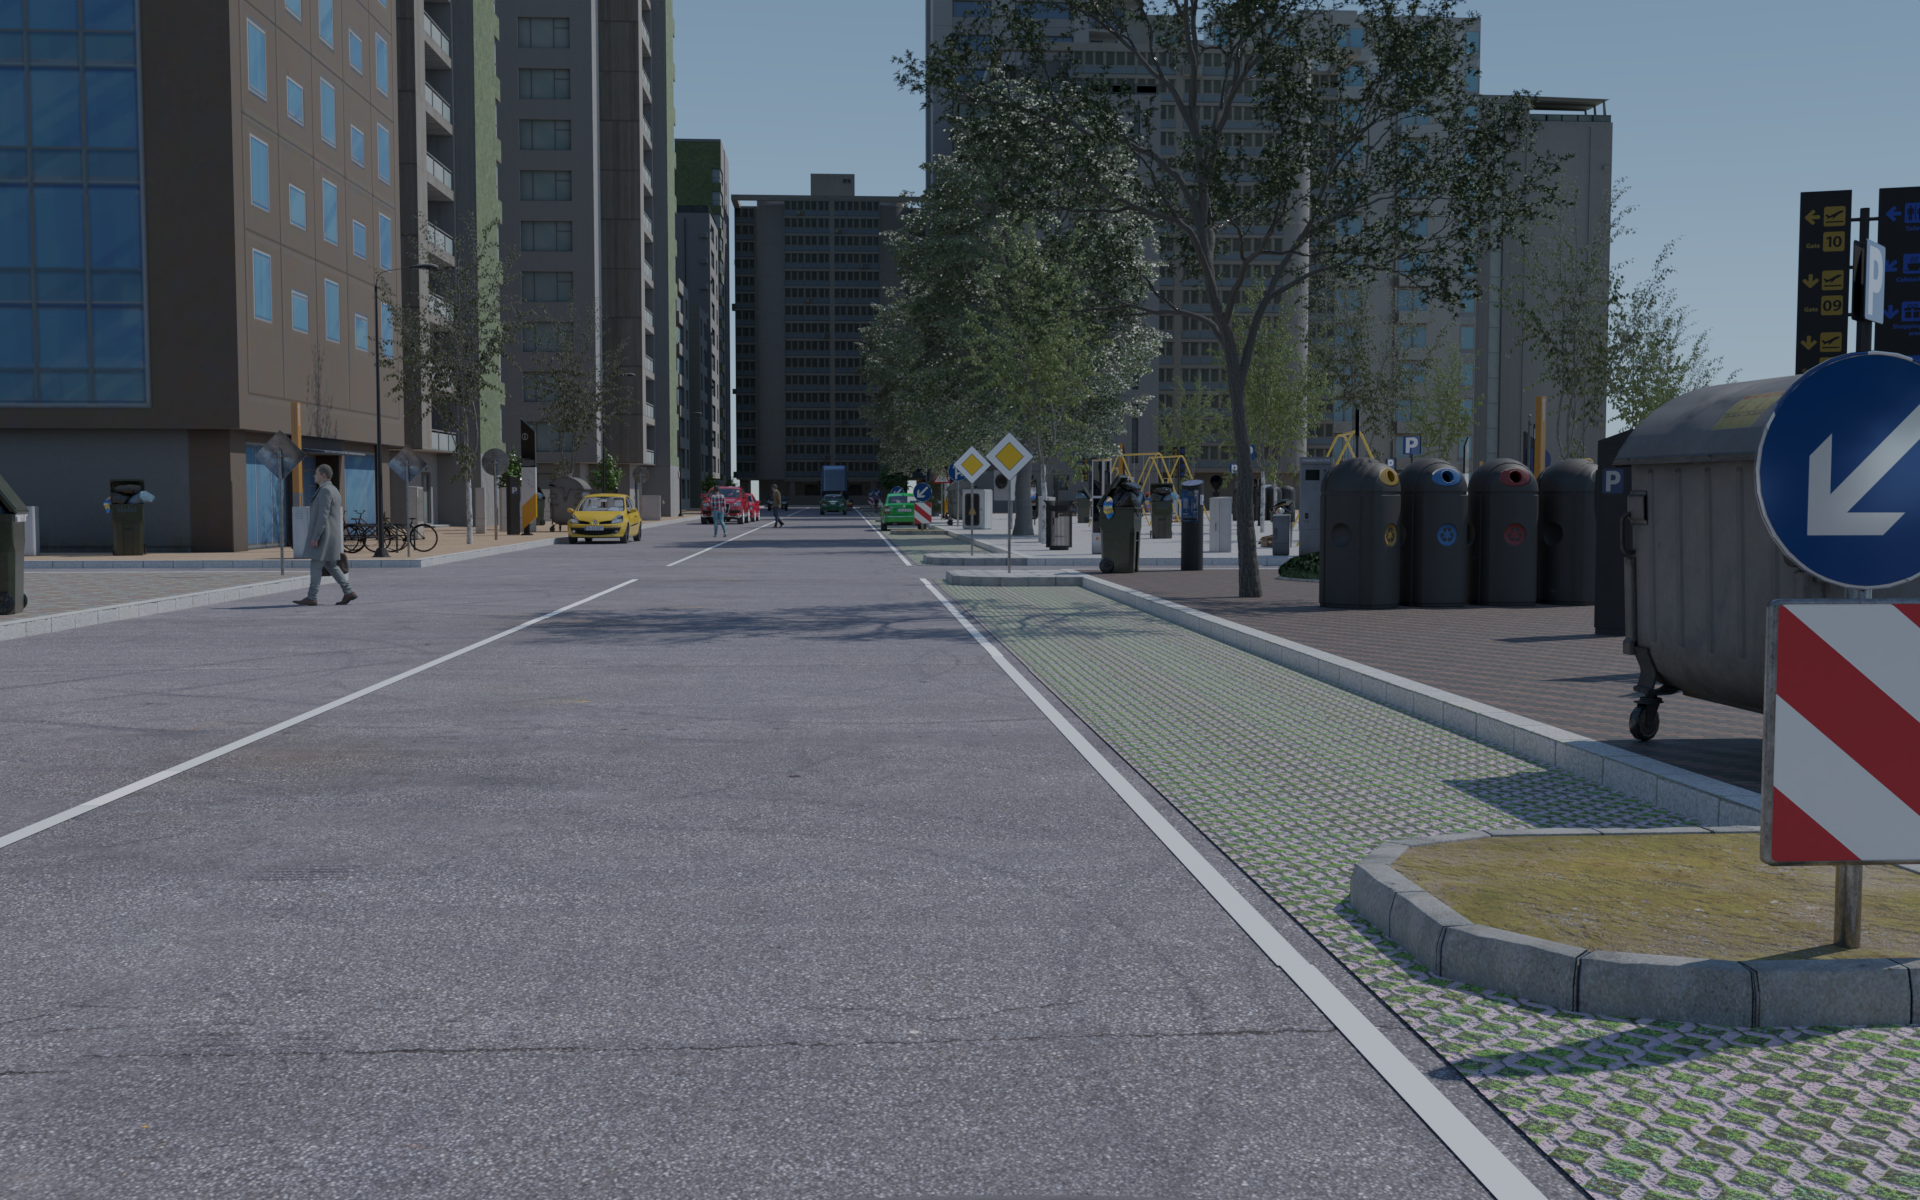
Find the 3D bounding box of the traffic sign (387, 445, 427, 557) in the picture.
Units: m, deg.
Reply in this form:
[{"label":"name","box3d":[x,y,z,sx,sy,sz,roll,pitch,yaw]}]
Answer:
[{"label":"traffic sign","box3d":[-11.221,-1.930,35.200,0.795,2.450,0.064,0,4,-4]}]

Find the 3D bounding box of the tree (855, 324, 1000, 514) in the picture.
[{"label":"tree","box3d":[-1.649,-12.348,112.254,12.009,13.543,11.850,0,3,0]}]

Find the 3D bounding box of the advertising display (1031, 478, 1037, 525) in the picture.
[{"label":"advertising display","box3d":[2.731,-4.018,70.914,0.974,1.923,0.123,-3,4,-36]}]

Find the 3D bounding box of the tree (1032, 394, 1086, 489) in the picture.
[{"label":"tree","box3d":[4.489,-8.568,90.448,4.360,8.622,3.978,0,3,0]}]

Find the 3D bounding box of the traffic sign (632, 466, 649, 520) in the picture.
[{"label":"traffic sign","box3d":[-14.612,-4.843,79.282,0.768,2.556,0.104,0,4,-1]}]

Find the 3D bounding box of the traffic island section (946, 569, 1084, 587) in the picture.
[{"label":"traffic island section","box3d":[0.818,-0.354,28.077,2.009,0.180,2.903,0,4,-4]}]

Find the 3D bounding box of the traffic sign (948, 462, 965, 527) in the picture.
[{"label":"traffic sign","box3d":[-0.082,-4.146,67.895,0.768,2.556,0.104,0,4,5]}]

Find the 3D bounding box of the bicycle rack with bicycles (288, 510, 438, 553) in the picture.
[{"label":"bicycle rack with bicycles","box3d":[-13.029,-1.525,38.311,2.925,0.926,2.852,0,4,-4]}]

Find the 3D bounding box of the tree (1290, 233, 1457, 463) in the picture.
[{"label":"tree","box3d":[11.361,-6.001,48.477,4.360,8.622,3.978,0,3,0]}]

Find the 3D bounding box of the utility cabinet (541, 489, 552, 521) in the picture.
[{"label":"utility cabinet","box3d":[-19.346,-4.399,80.604,1.173,1.500,0.318,-1,4,-16]}]

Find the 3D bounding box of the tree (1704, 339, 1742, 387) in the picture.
[{"label":"tree","box3d":[27.484,-7.123,66.825,4.360,8.622,3.978,0,3,0]}]

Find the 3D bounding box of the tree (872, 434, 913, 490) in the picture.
[{"label":"tree","box3d":[-5.615,-12.356,152.384,4.737,8.622,4.395,0,3,0]}]

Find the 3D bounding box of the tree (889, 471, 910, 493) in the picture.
[{"label":"tree","box3d":[-4.987,-9.298,146.624,1.663,3.219,1.824,0,3,0]}]

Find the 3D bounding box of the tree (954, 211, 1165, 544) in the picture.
[{"label":"tree","box3d":[2.079,-5.740,44.208,4.737,8.622,4.395,0,3,0]}]

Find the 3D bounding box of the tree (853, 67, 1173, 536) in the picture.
[{"label":"tree","box3d":[2.061,-8.973,53.364,9.857,13.997,8.962,0,3,0]}]

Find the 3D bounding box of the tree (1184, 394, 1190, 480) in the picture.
[{"label":"tree","box3d":[15.175,-8.701,92.623,4.737,8.622,4.395,0,3,0]}]

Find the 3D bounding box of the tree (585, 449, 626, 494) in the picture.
[{"label":"tree","box3d":[-15.076,-4.822,73.445,1.663,3.219,1.824,0,3,0]}]

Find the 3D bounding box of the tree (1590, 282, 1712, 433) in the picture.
[{"label":"tree","box3d":[24.110,-6.772,61.084,4.737,8.622,4.395,0,3,0]}]

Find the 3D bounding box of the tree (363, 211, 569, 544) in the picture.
[{"label":"tree","box3d":[-12.824,-5.740,44.206,4.360,8.622,3.978,0,3,0]}]

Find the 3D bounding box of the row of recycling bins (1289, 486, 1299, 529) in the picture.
[{"label":"row of recycling bins","box3d":[13.692,-3.356,61.978,3.534,1.692,1.069,-1,4,-21]}]

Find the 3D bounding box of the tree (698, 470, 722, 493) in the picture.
[{"label":"tree","box3d":[-19.604,-8.577,134.839,1.663,3.219,1.824,0,3,0]}]

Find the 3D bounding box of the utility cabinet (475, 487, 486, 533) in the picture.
[{"label":"utility cabinet","box3d":[-15.665,-2.929,56.571,0.318,1.500,1.173,-1,4,-13]}]

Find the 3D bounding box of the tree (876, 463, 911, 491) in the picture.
[{"label":"tree","box3d":[-6.082,-10.739,159.302,4.285,4.588,4.351,0,3,0]}]

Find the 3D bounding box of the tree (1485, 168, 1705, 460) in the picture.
[{"label":"tree","box3d":[14.308,-5.483,40.003,4.360,8.622,3.978,0,3,0]}]

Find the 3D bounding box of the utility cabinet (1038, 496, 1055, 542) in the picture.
[{"label":"utility cabinet","box3d":[2.330,-2.151,46.323,0.306,1.237,1.020,1,4,13]}]

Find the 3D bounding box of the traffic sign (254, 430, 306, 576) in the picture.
[{"label":"traffic sign","box3d":[-10.674,-1.443,27.233,0.795,2.450,0.064,0,4,-4]}]

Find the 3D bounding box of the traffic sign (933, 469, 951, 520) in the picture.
[{"label":"traffic sign","box3d":[-0.899,-5.188,84.829,0.884,2.594,0.081,0,4,1]}]

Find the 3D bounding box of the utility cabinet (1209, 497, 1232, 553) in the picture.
[{"label":"utility cabinet","box3d":[5.770,-1.668,38.430,0.306,1.237,1.020,0,4,-4]}]

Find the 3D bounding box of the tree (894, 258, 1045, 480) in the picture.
[{"label":"tree","box3d":[0.661,-9.768,77.832,7.486,12.596,7.792,0,3,0]}]

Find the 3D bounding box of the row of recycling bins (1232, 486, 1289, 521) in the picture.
[{"label":"row of recycling bins","box3d":[14.701,-4.670,83.471,3.534,1.692,1.069,-2,4,-29]}]

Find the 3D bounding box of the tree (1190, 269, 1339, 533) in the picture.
[{"label":"tree","box3d":[10.325,-6.552,57.483,4.737,8.622,4.395,0,3,0]}]

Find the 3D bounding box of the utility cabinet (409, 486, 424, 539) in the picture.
[{"label":"utility cabinet","box3d":[-15.391,-2.465,48.975,0.318,1.500,1.173,-1,4,-9]}]

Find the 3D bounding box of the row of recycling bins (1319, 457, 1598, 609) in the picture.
[{"label":"row of recycling bins","box3d":[5.826,-0.787,19.976,3.534,1.692,1.069,-1,4,-13]}]

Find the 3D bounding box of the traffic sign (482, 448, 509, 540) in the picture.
[{"label":"traffic sign","box3d":[-12.920,-2.939,48.158,0.768,2.556,0.104,0,4,1]}]

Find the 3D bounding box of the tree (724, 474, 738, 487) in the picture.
[{"label":"tree","box3d":[-21.728,-10.306,163.111,1.663,3.219,1.824,0,3,0]}]

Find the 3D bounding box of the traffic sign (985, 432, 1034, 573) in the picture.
[{"label":"traffic sign","box3d":[0.795,-1.490,27.998,0.795,2.450,0.064,0,4,-4]}]

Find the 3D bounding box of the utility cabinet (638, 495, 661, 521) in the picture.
[{"label":"utility cabinet","box3d":[-14.975,-4.429,83.574,1.020,1.237,0.306,0,4,-3]}]

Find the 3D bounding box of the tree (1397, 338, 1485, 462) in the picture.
[{"label":"tree","box3d":[22.936,-8.078,82.432,4.737,8.622,4.395,0,3,0]}]

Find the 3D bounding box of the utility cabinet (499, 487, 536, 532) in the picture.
[{"label":"utility cabinet","box3d":[-14.950,-3.049,58.537,1.173,1.500,0.318,-2,4,-30]}]

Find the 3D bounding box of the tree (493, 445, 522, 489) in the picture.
[{"label":"tree","box3d":[-17.466,-4.504,68.248,1.663,3.219,1.824,0,3,0]}]

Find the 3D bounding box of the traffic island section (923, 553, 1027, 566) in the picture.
[{"label":"traffic island section","box3d":[0.270,-0.842,36.043,2.009,0.180,2.903,0,4,-4]}]

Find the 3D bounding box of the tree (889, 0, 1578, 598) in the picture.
[{"label":"tree","box3d":[3.565,-5.333,21.607,8.767,10.594,7.601,-1,4,-13]}]

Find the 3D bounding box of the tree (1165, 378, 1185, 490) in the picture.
[{"label":"tree","box3d":[13.785,-9.449,104.848,4.737,8.622,4.395,0,3,0]}]

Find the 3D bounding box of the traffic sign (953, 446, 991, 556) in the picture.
[{"label":"traffic sign","box3d":[0.247,-1.977,35.964,0.795,2.450,0.064,0,4,-4]}]

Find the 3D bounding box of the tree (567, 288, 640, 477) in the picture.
[{"label":"tree","box3d":[-14.048,-6.886,62.945,4.360,8.622,3.978,0,3,0]}]

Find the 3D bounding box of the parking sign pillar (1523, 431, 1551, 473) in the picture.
[{"label":"parking sign pillar","box3d":[24.876,-5.268,74.601,1.447,3.967,1.447,-2,4,-24]}]
